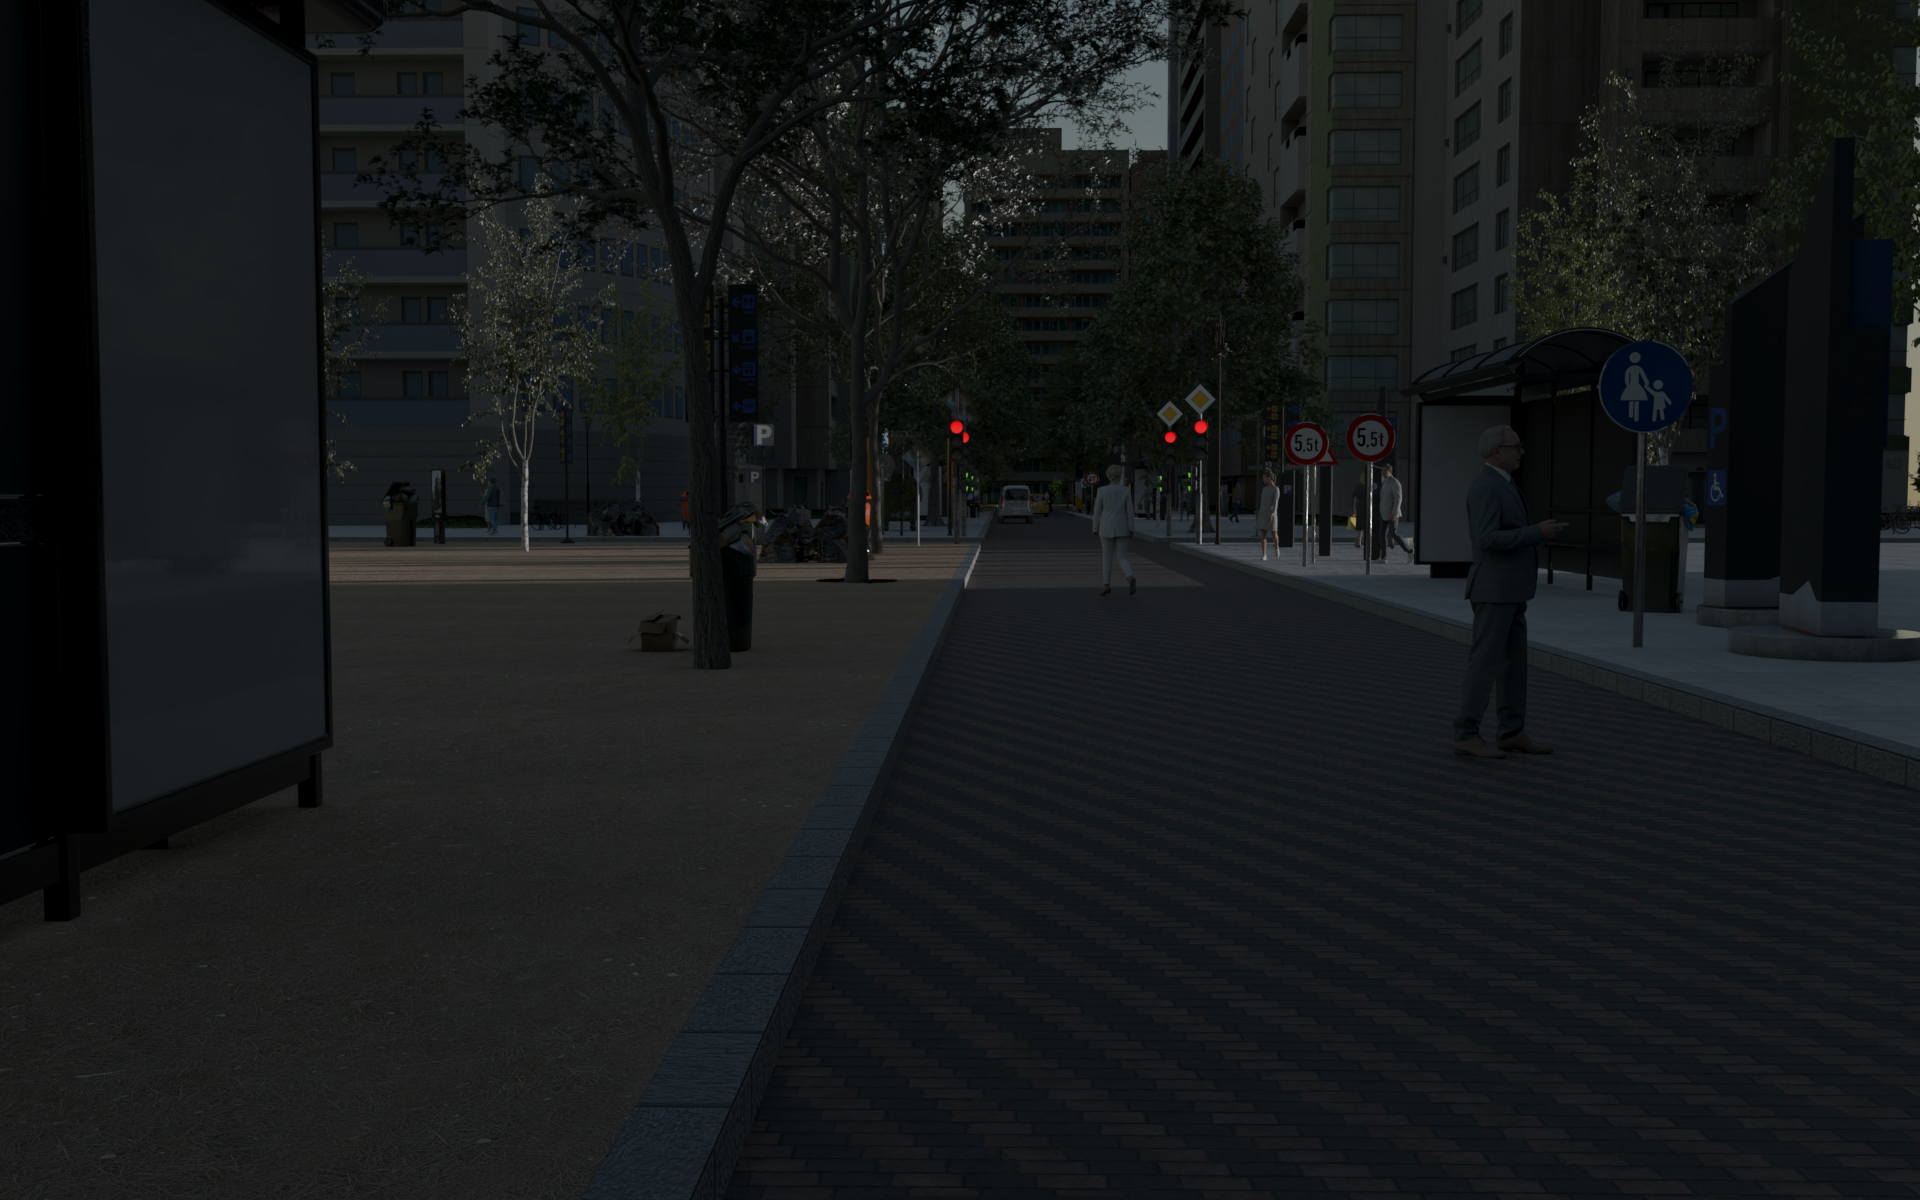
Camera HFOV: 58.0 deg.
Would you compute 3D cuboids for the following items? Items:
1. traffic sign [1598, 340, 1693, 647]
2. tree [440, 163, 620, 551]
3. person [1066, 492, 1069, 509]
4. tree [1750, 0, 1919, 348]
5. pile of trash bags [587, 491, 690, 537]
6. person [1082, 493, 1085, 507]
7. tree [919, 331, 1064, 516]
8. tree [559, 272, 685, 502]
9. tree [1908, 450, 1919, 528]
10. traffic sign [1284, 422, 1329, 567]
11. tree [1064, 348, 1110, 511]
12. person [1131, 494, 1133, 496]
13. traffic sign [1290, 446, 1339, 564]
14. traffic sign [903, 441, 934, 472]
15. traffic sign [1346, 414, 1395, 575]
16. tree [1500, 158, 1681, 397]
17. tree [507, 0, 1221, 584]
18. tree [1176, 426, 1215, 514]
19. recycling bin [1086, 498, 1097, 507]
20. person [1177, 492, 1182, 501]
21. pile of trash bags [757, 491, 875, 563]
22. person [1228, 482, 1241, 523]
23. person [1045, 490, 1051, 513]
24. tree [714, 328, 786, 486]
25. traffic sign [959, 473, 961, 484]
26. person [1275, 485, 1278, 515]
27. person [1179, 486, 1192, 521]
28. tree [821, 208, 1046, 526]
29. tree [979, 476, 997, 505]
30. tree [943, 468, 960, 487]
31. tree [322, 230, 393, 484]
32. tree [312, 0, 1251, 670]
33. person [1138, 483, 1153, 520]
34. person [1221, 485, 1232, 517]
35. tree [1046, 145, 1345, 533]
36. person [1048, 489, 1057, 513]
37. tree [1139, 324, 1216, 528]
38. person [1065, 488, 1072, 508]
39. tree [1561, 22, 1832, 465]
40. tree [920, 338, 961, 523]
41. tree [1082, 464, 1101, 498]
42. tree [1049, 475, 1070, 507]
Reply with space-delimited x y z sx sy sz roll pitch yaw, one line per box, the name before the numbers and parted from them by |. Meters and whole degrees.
traffic sign | 5.684 -0.877 14.445 0.768 2.556 0.104 0 4 3
tree | -9.792 -5.417 38.923 4.360 8.622 3.978 0 3 0
person | 9.092 -8.471 147.774 0.599 1.433 0.991 0 4 2
tree | 11.839 -4.279 20.330 4.737 8.622 4.395 0 3 0
pile of trash bags | -9.706 -2.660 53.250 3.447 1.369 1.912 -1 4 -16
person | 12.056 -9.872 170.702 1.065 1.426 0.557 1 4 22
tree | 0.541 -11.127 100.057 7.486 12.596 7.792 0 3 0
tree | -10.792 -6.497 56.596 4.737 8.622 4.395 0 3 0
tree | 36.260 -4.310 65.066 1.663 3.219 1.824 0 3 0
traffic sign | 6.110 -1.866 30.608 0.768 2.556 0.104 1 4 9
tree | 8.770 -13.225 134.348 7.486 12.596 7.792 0 3 0
person | 10.882 -6.267 108.317 0.447 1.846 0.655 1 4 21
traffic sign | 6.523 -1.953 31.929 0.884 2.594 0.081 1 4 11
traffic sign | -1.046 -2.629 42.709 0.795 2.593 0.064 0 4 7
traffic sign | 6.505 -1.676 27.517 0.768 2.556 0.104 1 4 9
tree | 14.188 -5.425 39.054 4.737 8.622 4.395 0 3 0
tree | -1.375 -7.005 24.907 12.009 13.543 11.850 0 3 0
tree | 14.506 -9.952 113.085 4.737 8.622 4.395 0 3 0
recycling bin | 8.421 -5.922 109.385 0.722 1.027 0.722 -1 4 -19
person | 16.773 -7.524 132.277 0.599 1.433 0.991 -1 4 -14
pile of trash bags | -2.507 -1.460 33.621 1.912 1.369 3.447 1 4 18
person | 12.456 -4.417 78.179 0.836 1.842 0.656 -3 4 -38
person | 6.659 -7.461 131.427 0.436 1.711 0.756 -1 4 -20
tree | -9.423 -7.719 76.566 4.360 8.622 3.978 0 3 0
traffic sign | 0.183 -5.797 94.895 0.768 2.556 0.104 1 4 11
person | 18.392 -5.797 101.097 0.520 1.790 0.573 2 4 32
person | 10.700 -4.641 82.106 0.537 1.800 0.526 3 5 39
tree | -0.917 -9.288 68.860 9.611 12.733 9.660 0 3 0
tree | 2.830 -11.463 182.023 1.663 3.219 1.824 0 3 0
tree | -0.249 -6.997 109.002 1.663 3.219 1.824 0 3 0
tree | -14.989 -5.375 38.247 4.360 8.622 3.978 0 3 0
tree | -1.841 -4.795 12.808 8.767 10.594 7.601 0 4 -6
person | 9.318 -4.905 86.366 0.709 1.813 0.853 -3 5 -43
person | 14.846 -5.513 96.348 0.590 1.801 0.661 1 4 9
tree | 7.922 -8.578 57.259 9.611 12.733 9.660 0 3 0
person | 6.862 -7.601 132.916 1.348 1.807 0.705 -2 4 -25
tree | 7.788 -7.093 66.332 4.360 8.622 3.978 0 3 0
person | 9.775 -9.213 156.675 0.705 1.824 1.348 -1 4 -23
tree | 11.686 -4.753 28.082 4.360 8.622 3.978 0 3 0
tree | -0.049 -7.773 77.449 4.737 8.622 4.395 0 3 0
tree | 8.721 -7.212 112.519 1.663 3.219 1.824 0 3 0
tree | 11.487 -12.627 201.046 1.663 3.219 1.824 0 3 0
